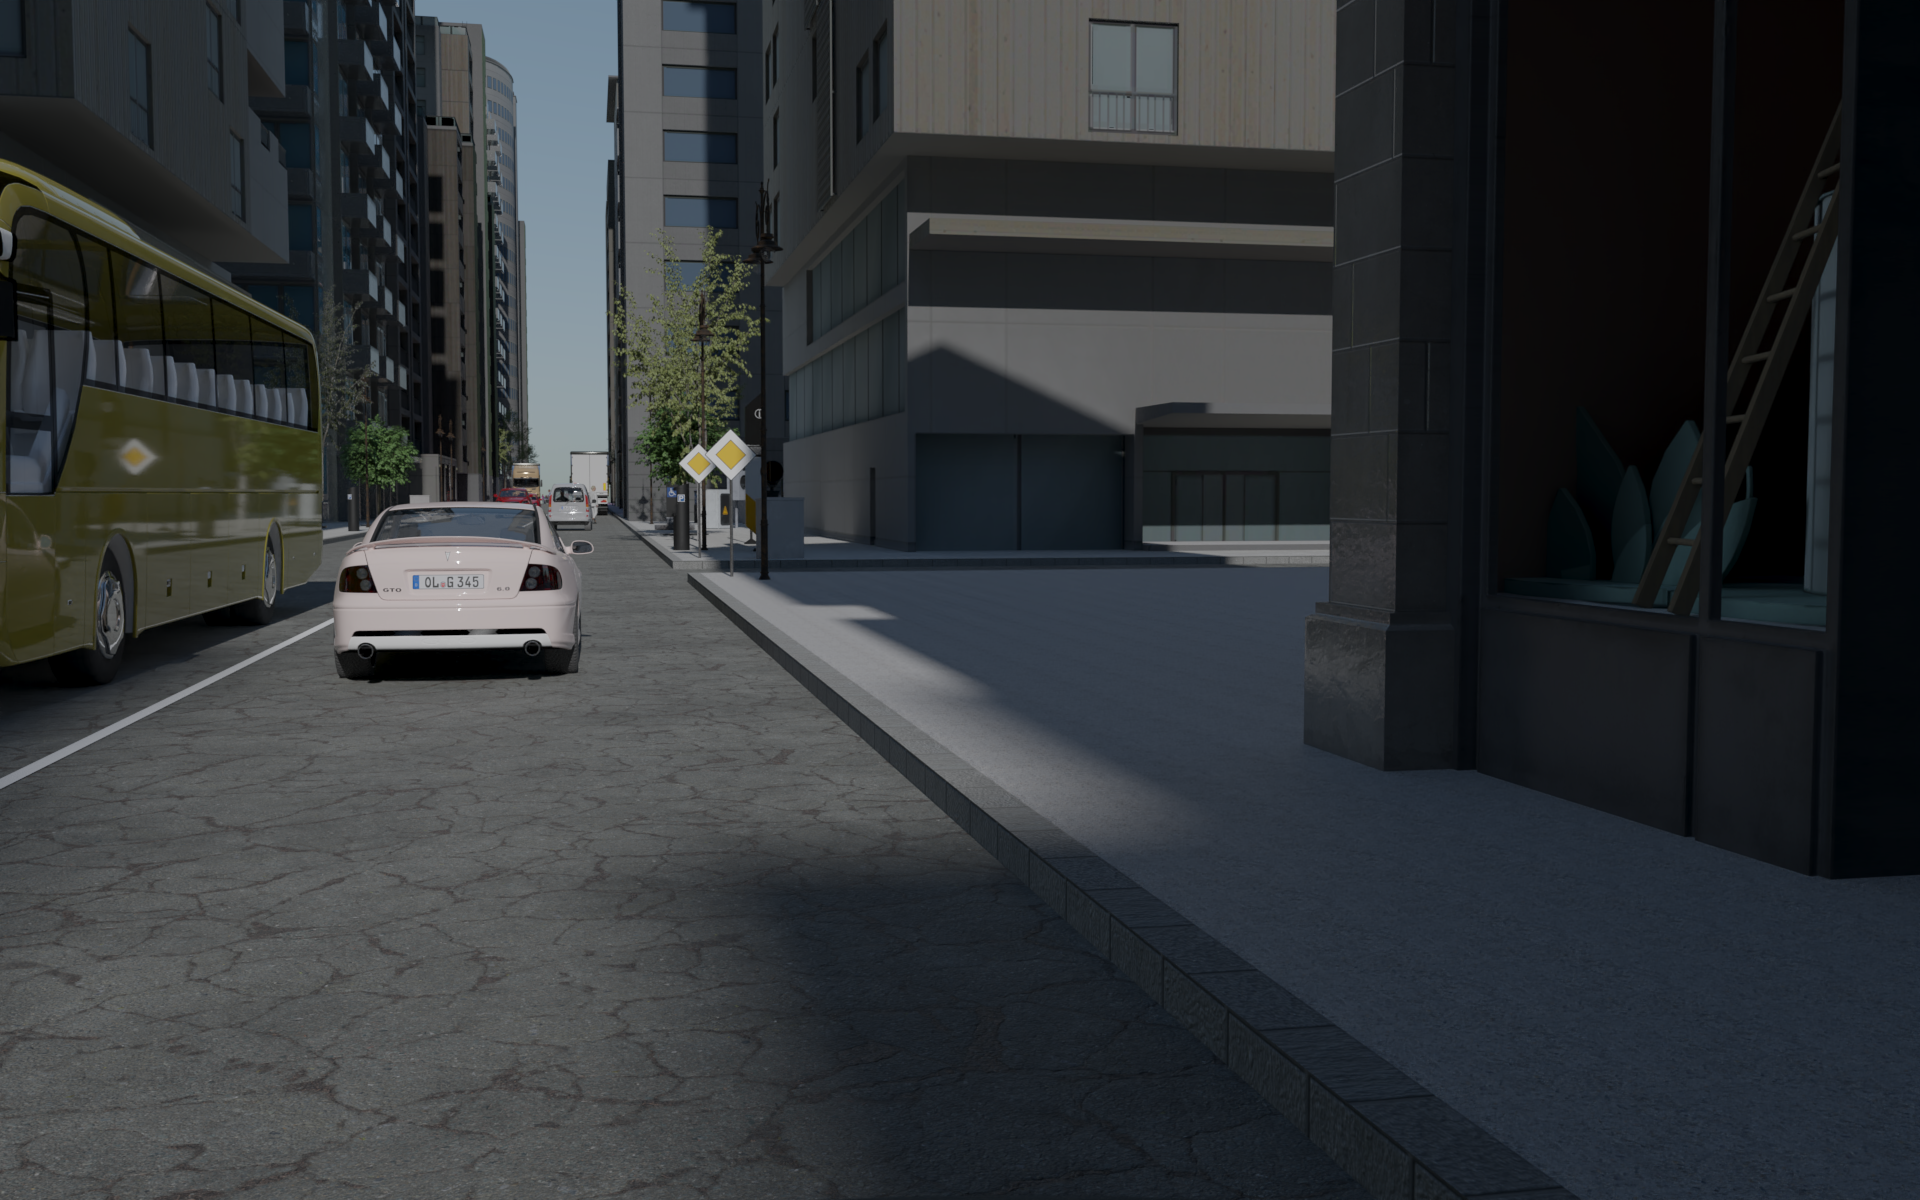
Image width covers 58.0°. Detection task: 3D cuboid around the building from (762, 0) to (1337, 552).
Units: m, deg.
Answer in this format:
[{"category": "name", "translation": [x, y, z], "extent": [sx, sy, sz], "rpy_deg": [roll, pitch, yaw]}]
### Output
[{"category": "building", "translation": [8.516, -28.179, 49.968], "extent": [27.495, 52.752, 28.713], "rpy_deg": [-1, 4, -12]}]

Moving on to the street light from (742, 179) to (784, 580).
[{"category": "street light", "translation": [-2.930, -3.242, 25.792], "extent": [0.468, 5.910, 1.993], "rpy_deg": [-1, 4, -12]}]

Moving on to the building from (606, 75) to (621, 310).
[{"category": "building", "translation": [-29.233, -38.389, 216.894], "extent": [28.713, 52.752, 27.495], "rpy_deg": [-1, 4, -12]}]

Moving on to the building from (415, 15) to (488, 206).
[{"category": "building", "translation": [-47.048, -28.216, 144.930], "extent": [14.154, 41.232, 14.086], "rpy_deg": [-1, 4, -12]}]

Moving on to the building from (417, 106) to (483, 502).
[{"category": "building", "translation": [-44.178, -22.005, 131.483], "extent": [14.160, 30.474, 14.107], "rpy_deg": [-1, 4, -12]}]

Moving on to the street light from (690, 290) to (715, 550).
[{"category": "street light", "translation": [-5.833, -4.070, 39.333], "extent": [0.468, 5.910, 1.993], "rpy_deg": [-1, 4, -12]}]

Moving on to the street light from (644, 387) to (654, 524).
[{"category": "street light", "translation": [-13.124, -6.162, 73.530], "extent": [0.468, 5.910, 1.993], "rpy_deg": [-1, 4, -12]}]

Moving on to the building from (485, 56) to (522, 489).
[{"category": "building", "translation": [-69.482, -41.986, 228.465], "extent": [21.231, 58.520, 28.212], "rpy_deg": [-1, 4, -12]}]

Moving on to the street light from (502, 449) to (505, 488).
[{"category": "street light", "translation": [-46.043, -12.371, 175.050], "extent": [0.468, 5.910, 1.993], "rpy_deg": [-1, 4, -12]}]

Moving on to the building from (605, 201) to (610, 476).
[{"category": "building", "translation": [-45.541, -37.194, 258.233], "extent": [14.600, 45.320, 14.200], "rpy_deg": [-1, 4, -12]}]

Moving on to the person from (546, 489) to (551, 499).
[{"category": "person", "translation": [-35.799, -8.705, 150.690], "extent": [0.599, 1.838, 0.709], "rpy_deg": [-2, 4, -24]}]

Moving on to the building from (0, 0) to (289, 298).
[{"category": "building", "translation": [-32.311, -27.634, 41.050], "extent": [28.713, 52.752, 27.495], "rpy_deg": [-1, 4, -12]}]

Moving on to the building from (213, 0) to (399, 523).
[{"category": "building", "translation": [-39.879, -28.453, 84.818], "extent": [23.786, 49.044, 30.456], "rpy_deg": [-1, 4, -12]}]

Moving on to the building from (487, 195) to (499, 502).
[{"category": "building", "translation": [-50.136, -23.687, 158.988], "extent": [14.160, 30.474, 14.107], "rpy_deg": [-1, 4, -12]}]

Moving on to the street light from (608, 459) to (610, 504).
[{"category": "street light", "translation": [-39.357, -13.658, 196.094], "extent": [0.468, 5.910, 1.993], "rpy_deg": [-1, 4, -12]}]

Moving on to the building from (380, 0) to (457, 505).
[{"category": "building", "translation": [-44.159, -41.228, 112.324], "extent": [20.563, 71.187, 20.611], "rpy_deg": [-1, 4, -12]}]

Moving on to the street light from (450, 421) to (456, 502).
[{"category": "street light", "translation": [-31.556, -8.239, 107.502], "extent": [0.468, 5.910, 1.993], "rpy_deg": [-1, 4, -12]}]

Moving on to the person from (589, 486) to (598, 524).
[{"category": "person", "translation": [-17.695, -4.598, 83.552], "extent": [0.514, 1.842, 0.818], "rpy_deg": [1, 4, 13]}]

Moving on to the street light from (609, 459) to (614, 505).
[{"category": "street light", "translation": [-36.416, -12.834, 182.623], "extent": [0.468, 5.910, 1.993], "rpy_deg": [-1, 4, -12]}]

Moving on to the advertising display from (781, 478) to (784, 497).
[{"category": "advertising display", "translation": [-6.725, -3.931, 69.493], "extent": [0.974, 1.923, 0.123], "rpy_deg": [-3, 4, -36]}]

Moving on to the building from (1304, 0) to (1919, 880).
[{"category": "building", "translation": [6.380, -9.600, 7.865], "extent": [10.553, 20.767, 40.483], "rpy_deg": [-1, 4, -12]}]

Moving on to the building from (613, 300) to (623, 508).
[{"category": "building", "translation": [-19.949, -19.974, 171.611], "extent": [27.650, 21.520, 28.899], "rpy_deg": [-1, 4, -12]}]

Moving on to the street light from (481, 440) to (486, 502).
[{"category": "street light", "translation": [-38.862, -10.304, 141.263], "extent": [0.468, 5.910, 1.993], "rpy_deg": [-1, 4, -12]}]

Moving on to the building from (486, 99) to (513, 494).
[{"category": "building", "translation": [-64.267, -35.447, 199.165], "extent": [23.786, 49.044, 30.456], "rpy_deg": [-1, 4, -12]}]

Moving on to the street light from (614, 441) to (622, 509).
[{"category": "street light", "translation": [-29.248, -10.767, 148.833], "extent": [0.468, 5.910, 1.993], "rpy_deg": [-1, 4, -12]}]

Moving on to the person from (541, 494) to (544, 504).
[{"category": "person", "translation": [-57.837, -13.983, 240.337], "extent": [0.599, 1.433, 0.991], "rpy_deg": [3, 5, 43]}]

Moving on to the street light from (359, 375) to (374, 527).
[{"category": "street light", "translation": [-22.761, -5.726, 66.412], "extent": [0.468, 5.910, 1.993], "rpy_deg": [-1, 4, -12]}]

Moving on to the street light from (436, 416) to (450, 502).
[{"category": "street light", "translation": [-30.228, -7.835, 100.891], "extent": [0.468, 5.910, 1.993], "rpy_deg": [-1, 4, -12]}]

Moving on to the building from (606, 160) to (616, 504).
[{"category": "building", "translation": [-37.872, -37.722, 240.463], "extent": [21.300, 48.544, 21.600], "rpy_deg": [-1, 4, -12]}]

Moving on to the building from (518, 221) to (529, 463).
[{"category": "building", "translation": [-70.000, -34.674, 250.511], "extent": [14.154, 41.232, 14.086], "rpy_deg": [-1, 4, -12]}]

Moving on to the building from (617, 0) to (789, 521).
[{"category": "building", "translation": [-8.227, -33.851, 95.456], "extent": [21.231, 58.520, 28.212], "rpy_deg": [-1, 4, -12]}]
